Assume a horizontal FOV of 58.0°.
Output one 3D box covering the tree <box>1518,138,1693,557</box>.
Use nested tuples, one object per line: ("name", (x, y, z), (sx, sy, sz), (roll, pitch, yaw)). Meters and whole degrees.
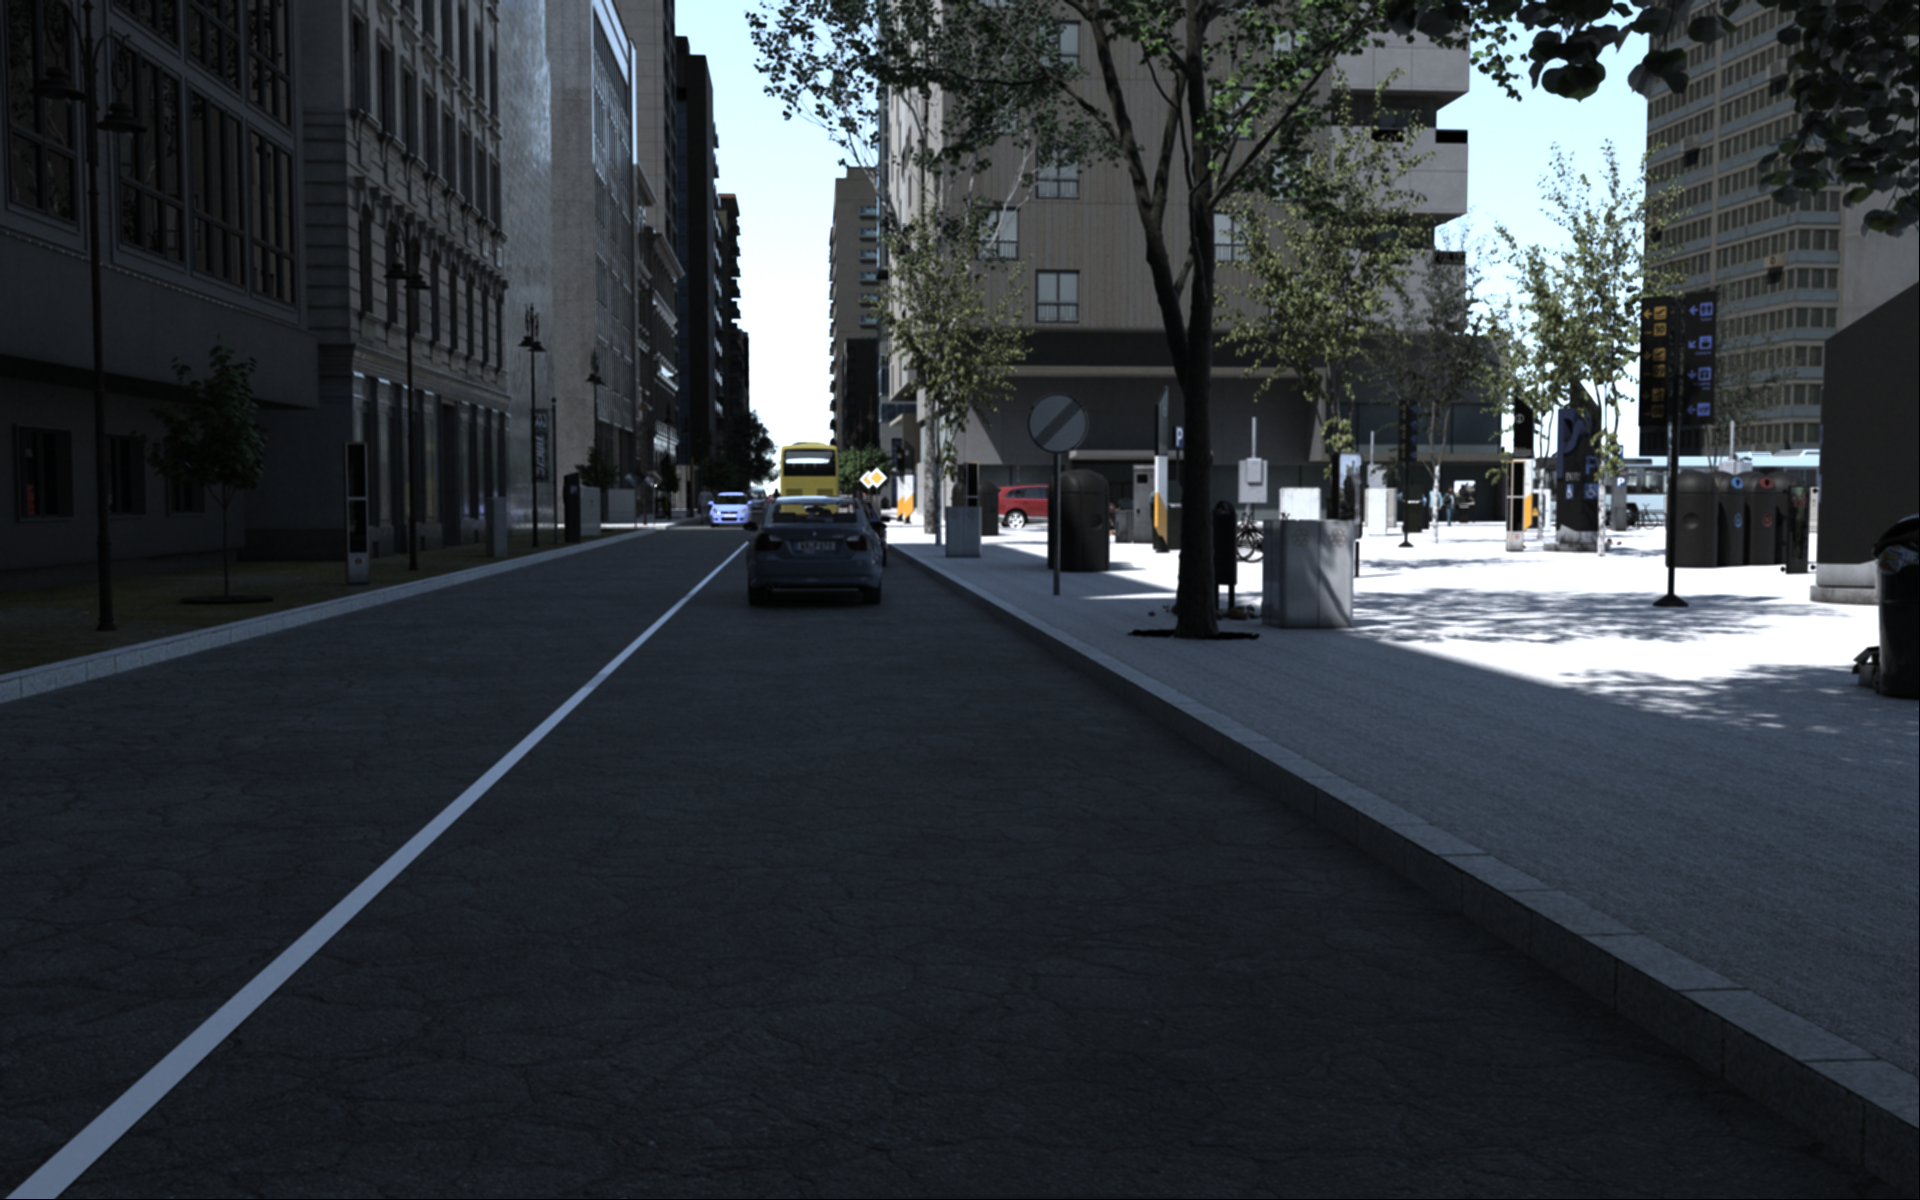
("tree", (12.890, -5.187, 35.167), (4.737, 8.622, 4.395), (0, 3, 0))

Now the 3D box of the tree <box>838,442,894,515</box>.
("tree", (-7.008, -7.943, 113.587), (4.285, 4.588, 4.351), (0, 3, 0))

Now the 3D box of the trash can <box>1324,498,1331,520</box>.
("trash can", (12.780, -2.893, 58.950), (0.748, 1.137, 0.748), (0, 3, 0))

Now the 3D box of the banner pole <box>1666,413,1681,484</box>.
("banner pole", (21.847, -3.855, 53.051), (0.863, 3.779, 0.401), (-3, 5, -40))

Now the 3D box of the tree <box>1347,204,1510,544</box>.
("tree", (12.245, -5.772, 44.733), (4.360, 8.622, 3.978), (0, 3, 0))

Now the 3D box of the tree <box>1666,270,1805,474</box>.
("tree", (24.839, -6.495, 56.553), (4.360, 8.622, 3.978), (0, 3, 0))

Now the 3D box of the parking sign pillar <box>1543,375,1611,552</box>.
("parking sign pillar", (13.848, -3.076, 38.765), (1.447, 3.967, 1.447), (0, 4, -6))

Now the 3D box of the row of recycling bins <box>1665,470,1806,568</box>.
("row of recycling bins", (13.898, -1.466, 31.085), (3.534, 1.692, 1.069), (-2, 4, -34))

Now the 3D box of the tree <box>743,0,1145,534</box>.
("tree", (0.507, -12.168, 54.838), (12.611, 20.169, 13.585), (0, 3, 0))

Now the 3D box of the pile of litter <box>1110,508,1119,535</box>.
("pile of litter", (4.988, -2.467, 54.296), (1.719, 0.858, 1.176), (1, 4, 22))

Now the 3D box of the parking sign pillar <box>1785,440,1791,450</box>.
("parking sign pillar", (41.718, -6.022, 86.934), (1.447, 3.967, 1.447), (3, 4, 38))

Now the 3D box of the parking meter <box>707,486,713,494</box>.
("parking meter", (-17.261, -6.976, 119.773), (0.399, 1.863, 0.255), (0, 4, -1))

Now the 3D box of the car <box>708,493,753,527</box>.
("car", (-10.012, -4.051, 75.832), (1.945, 1.707, 3.694), (0, 4, -5))

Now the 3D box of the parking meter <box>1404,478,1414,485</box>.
("parking meter", (16.454, -3.535, 63.501), (0.255, 1.863, 0.399), (3, 4, 37))

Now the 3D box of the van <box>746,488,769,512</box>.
("van", (-14.891, -7.298, 126.326), (2.013, 2.044, 4.112), (0, 4, -4))

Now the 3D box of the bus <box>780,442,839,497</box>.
("bus", (-6.994, -5.441, 80.506), (2.896, 3.916, 12.252), (0, 4, -5))

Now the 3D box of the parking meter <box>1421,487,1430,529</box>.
("parking meter", (16.877, -3.337, 62.967), (0.372, 1.533, 0.369), (0, 3, 0))

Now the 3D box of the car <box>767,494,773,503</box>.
("car", (-25.512, -13.958, 237.250), (2.155, 1.783, 4.494), (0, 4, -7))

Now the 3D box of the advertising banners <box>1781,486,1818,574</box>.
("advertising banners", (14.110, -1.948, 28.031), (2.074, 3.025, 0.090), (-2, 4, -23))

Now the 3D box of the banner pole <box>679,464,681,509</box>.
("banner pole", (-23.602, -9.538, 145.957), (0.401, 3.779, 0.863), (-1, 4, -19))

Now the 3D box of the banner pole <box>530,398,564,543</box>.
("banner pole", (-10.722, -3.357, 44.898), (0.863, 3.779, 0.401), (-2, 4, -31))

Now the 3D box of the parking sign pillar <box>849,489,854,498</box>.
("parking sign pillar", (-8.817, -9.358, 141.469), (1.447, 3.967, 1.447), (0, 4, -5))

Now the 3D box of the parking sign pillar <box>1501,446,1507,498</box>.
("parking sign pillar", (31.436, -6.898, 101.261), (1.447, 3.967, 1.447), (2, 4, 26))

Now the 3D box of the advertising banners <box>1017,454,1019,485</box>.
("advertising banners", (2.458, -4.784, 74.409), (0.090, 3.025, 2.074), (0, 4, 4))

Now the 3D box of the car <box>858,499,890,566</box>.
("car", (-2.402, -1.417, 35.747), (1.945, 1.354, 3.894), (0, 4, -4))

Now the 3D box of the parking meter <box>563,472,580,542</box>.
("parking meter", (-10.358, -2.476, 46.188), (0.399, 1.863, 0.255), (-2, 4, -34))

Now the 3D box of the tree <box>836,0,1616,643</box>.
("tree", (1.944, -5.468, 15.150), (9.928, 11.665, 9.643), (0, 3, 0))

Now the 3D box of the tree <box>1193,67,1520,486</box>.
("tree", (6.151, -4.820, 29.178), (4.737, 8.622, 4.395), (0, 3, 0))

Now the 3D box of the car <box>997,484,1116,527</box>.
("car", (3.595, -3.679, 68.816), (5.304, 1.827, 2.281), (0, 4, -5))

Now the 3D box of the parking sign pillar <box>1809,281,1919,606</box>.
("parking sign pillar", (10.874, -1.954, 20.419), (1.447, 3.967, 1.447), (1, 4, 22))

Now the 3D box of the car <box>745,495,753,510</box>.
("car", (-13.991, -5.920, 108.801), (2.014, 1.417, 4.499), (0, 4, -5))

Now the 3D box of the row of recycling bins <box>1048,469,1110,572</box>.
("row of recycling bins", (2.000, -1.407, 30.112), (1.069, 1.692, 3.534), (0, 4, 0))

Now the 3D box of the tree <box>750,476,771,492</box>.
("tree", (-34.803, -21.709, 305.298), (4.360, 8.622, 3.978), (0, 3, 0))

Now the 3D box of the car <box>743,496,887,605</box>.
("car", (-1.991, -0.721, 23.786), (2.014, 1.417, 4.499), (0, 4, -5))

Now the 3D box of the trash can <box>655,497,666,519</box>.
("trash can", (-15.734, -4.834, 90.693), (0.748, 1.137, 0.748), (0, 3, 0))

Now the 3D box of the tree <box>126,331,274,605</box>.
("tree", (-8.712, -1.593, 20.651), (1.663, 3.219, 1.824), (0, 3, 0))

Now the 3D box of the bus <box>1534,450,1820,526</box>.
("bus", (29.731, -4.709, 71.858), (13.247, 3.499, 2.948), (0, 4, -6))

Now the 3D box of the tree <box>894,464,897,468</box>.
("tree", (-7.739, -8.912, 129.419), (4.285, 4.588, 4.351), (0, 3, 0))

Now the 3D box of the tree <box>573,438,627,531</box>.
("tree", (-12.636, -3.995, 59.923), (1.663, 3.219, 1.824), (0, 3, 0))

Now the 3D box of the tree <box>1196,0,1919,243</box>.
("tree", (3.559, -5.961, 4.126), (9.857, 13.997, 8.962), (0, 3, 0))

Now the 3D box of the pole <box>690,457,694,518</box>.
("pole", (-14.617, -6.149, 94.379), (0.158, 3.312, 0.155), (0, 3, 0))

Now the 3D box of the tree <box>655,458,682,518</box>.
("tree", (-15.404, -5.981, 92.391), (1.663, 3.219, 1.824), (0, 3, 0))

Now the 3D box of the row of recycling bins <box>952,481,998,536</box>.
("row of recycling bins", (0.417, -2.889, 54.352), (1.069, 1.692, 3.534), (-1, 4, -12))

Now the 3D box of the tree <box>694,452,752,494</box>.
("tree", (-19.038, -9.196, 134.073), (4.285, 4.588, 4.351), (0, 3, 0))

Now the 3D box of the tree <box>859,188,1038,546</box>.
("tree", (-0.294, -5.650, 42.734), (4.737, 8.622, 4.395), (0, 3, 0))

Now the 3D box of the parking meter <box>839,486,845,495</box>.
("parking meter", (-8.549, -7.336, 125.647), (0.399, 1.863, 0.255), (3, 5, 43))

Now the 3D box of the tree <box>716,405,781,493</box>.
("tree", (-27.453, -18.686, 222.530), (9.611, 12.733, 9.660), (0, 3, 0))
